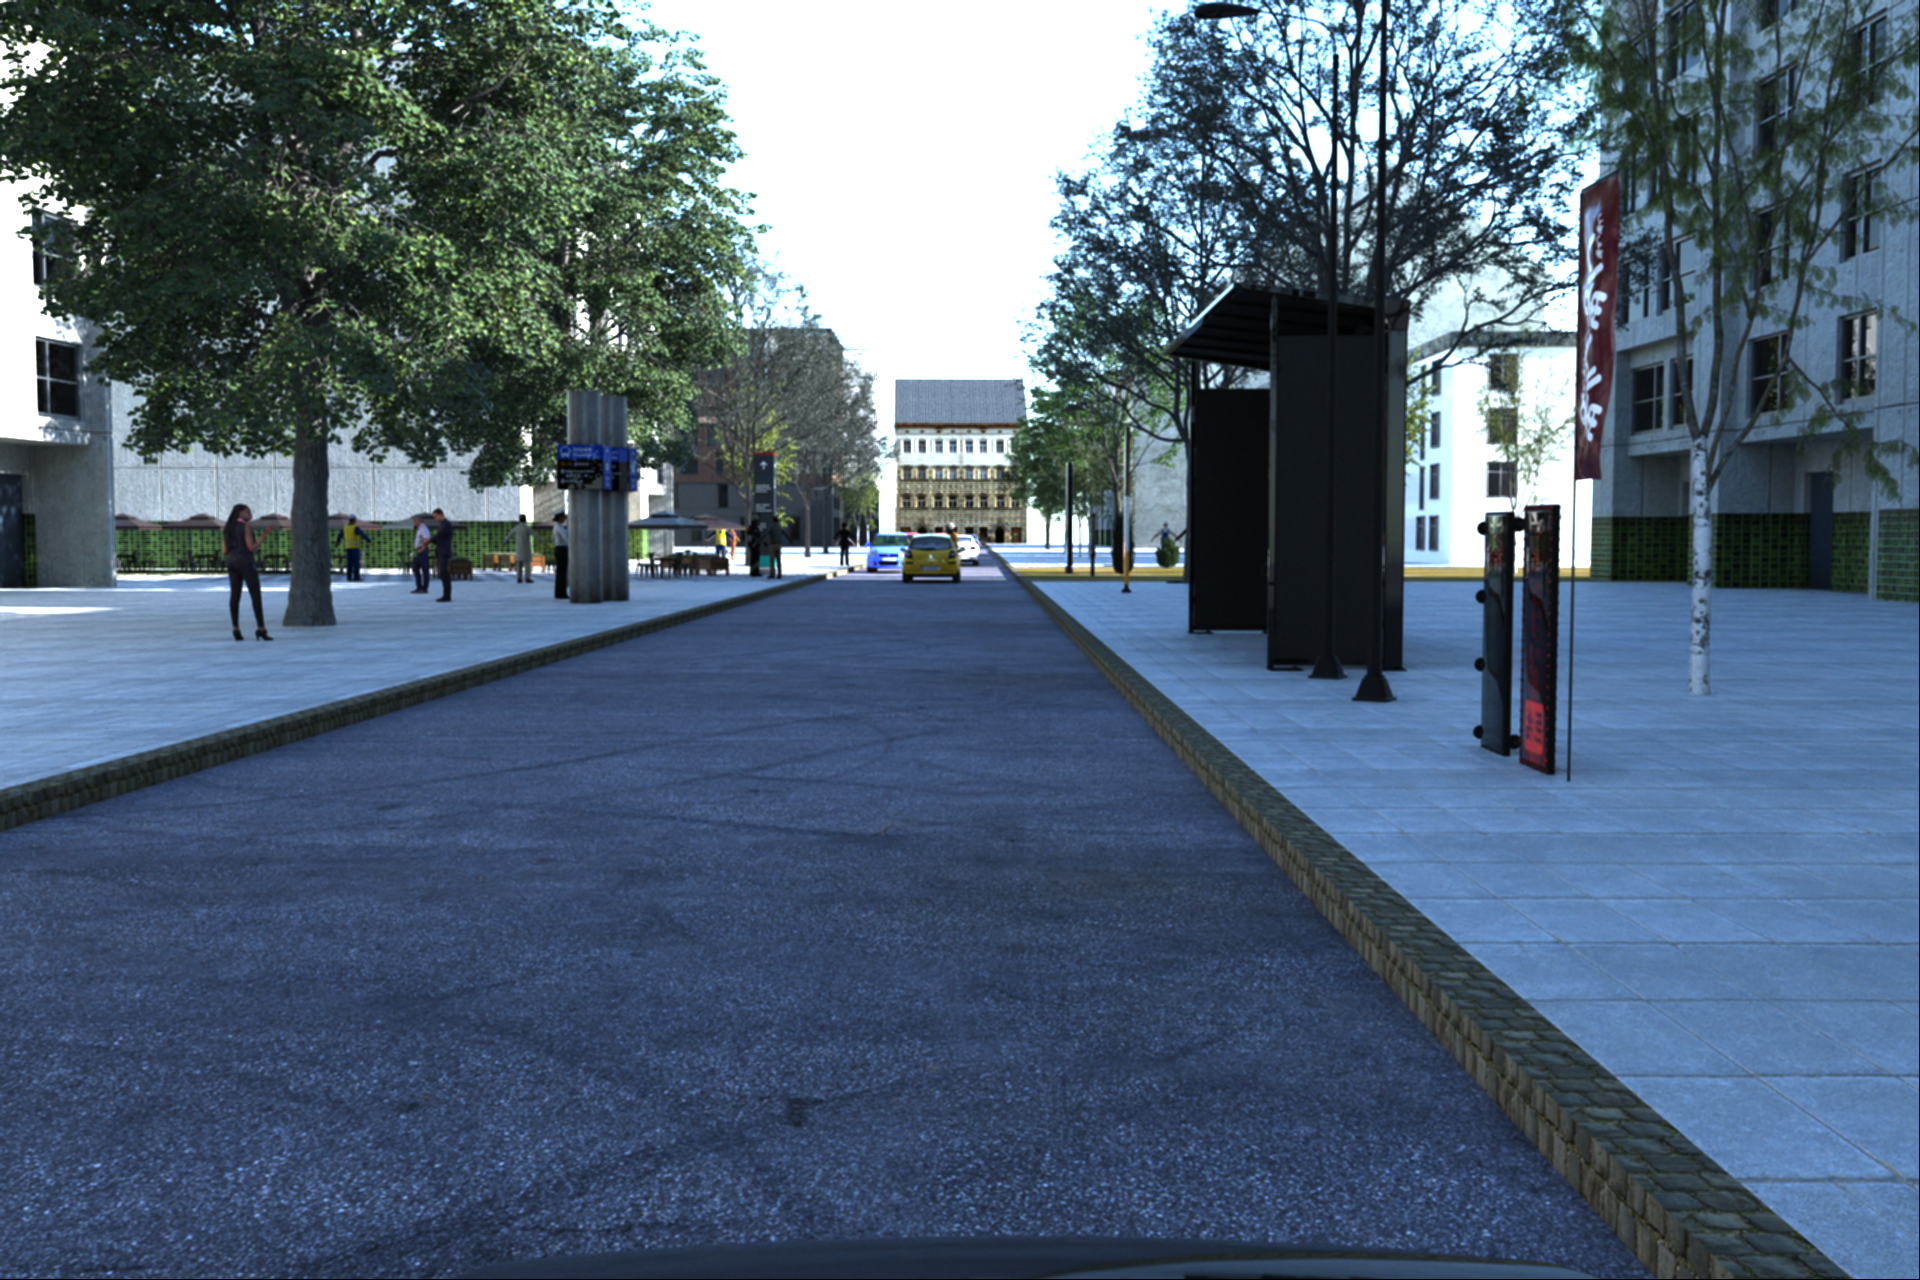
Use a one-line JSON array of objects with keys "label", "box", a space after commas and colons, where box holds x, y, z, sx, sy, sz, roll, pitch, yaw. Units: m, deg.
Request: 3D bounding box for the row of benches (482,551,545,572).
[{"label": "row of benches", "box": [-15.513, -2.736, 60.203, 1.422, 0.672, 4.104, -3, 4, -37]}]

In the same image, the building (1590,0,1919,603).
[{"label": "building", "box": [26.149, -10.183, 32.956, 16.747, 18.905, 31.486, 0, 4, 1]}]

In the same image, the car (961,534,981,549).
[{"label": "car", "box": [0.644, -7.520, 134.959, 2.014, 1.417, 4.499, 0, 4, 1]}]

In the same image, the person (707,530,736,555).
[{"label": "person", "box": [-10.553, -4.303, 76.533, 1.347, 1.806, 0.705, -1, 4, -21]}]

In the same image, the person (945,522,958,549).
[{"label": "person", "box": [-0.374, -3.330, 62.670, 0.705, 1.858, 1.354, -2, 4, -29]}]

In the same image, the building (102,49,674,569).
[{"label": "building", "box": [-24.365, -13.020, 79.340, 16.747, 18.905, 31.486, 0, 4, 1]}]

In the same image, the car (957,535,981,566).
[{"label": "car", "box": [-0.059, -4.120, 79.724, 2.083, 1.381, 4.827, 0, 4, 1]}]

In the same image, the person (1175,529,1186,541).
[{"label": "person", "box": [9.256, -3.891, 69.808, 1.347, 1.806, 0.705, -1, 4, -15]}]

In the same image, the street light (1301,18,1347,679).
[{"label": "street light", "box": [3.825, -2.613, 15.269, 1.470, 5.913, 1.316, 0, 4, 1]}]

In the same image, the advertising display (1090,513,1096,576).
[{"label": "advertising display", "box": [4.069, -2.935, 53.207, 0.123, 1.923, 0.974, 0, 4, 1]}]

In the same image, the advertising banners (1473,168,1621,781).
[{"label": "advertising banners", "box": [3.155, -0.808, 9.406, 0.090, 3.025, 2.074, 0, 4, 0]}]

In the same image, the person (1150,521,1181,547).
[{"label": "person", "box": [8.932, -4.243, 75.230, 1.347, 1.847, 0.705, 1, 4, 14]}]

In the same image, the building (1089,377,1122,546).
[{"label": "building", "box": [24.087, -20.081, 194.781, 16.747, 18.905, 31.486, 0, 3, 0]}]

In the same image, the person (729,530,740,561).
[{"label": "person", "box": [-10.844, -4.675, 83.233, 0.721, 1.733, 1.217, -2, 4, -27]}]

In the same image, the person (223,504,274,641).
[{"label": "person", "box": [-8.575, -0.819, 20.908, 0.593, 1.643, 0.415, -1, 4, -19]}]

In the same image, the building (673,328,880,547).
[{"label": "building", "box": [-23.333, -21.054, 188.203, 27.936, 21.610, 32.646, 0, 4, 0]}]

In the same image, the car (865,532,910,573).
[{"label": "car", "box": [-2.593, -3.414, 65.404, 1.945, 1.707, 3.694, 0, 4, 1]}]

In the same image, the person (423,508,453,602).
[{"label": "person", "box": [-9.932, -1.619, 32.957, 0.568, 1.767, 0.683, -2, 4, -29]}]

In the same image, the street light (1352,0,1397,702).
[{"label": "street light", "box": [3.742, -2.486, 13.192, 1.470, 5.913, 1.316, 0, 4, 0]}]

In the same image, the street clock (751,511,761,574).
[{"label": "street clock", "box": [-6.443, -3.066, 54.702, 0.358, 2.002, 0.471, 0, 4, 2]}]

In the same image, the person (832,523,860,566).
[{"label": "person", "box": [-4.642, -3.879, 70.136, 1.216, 1.740, 0.721, 1, 4, 20]}]

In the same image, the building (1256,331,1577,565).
[{"label": "building", "box": [21.353, -8.791, 85.877, 9.099, 9.664, 28.070, 0, 4, 1]}]

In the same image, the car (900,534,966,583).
[{"label": "car", "box": [-0.834, -2.571, 52.255, 2.015, 1.641, 3.980, 0, 4, 1]}]

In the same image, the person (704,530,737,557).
[{"label": "person", "box": [-8.771, -3.482, 63.389, 1.216, 1.772, 0.721, 0, 4, -2]}]

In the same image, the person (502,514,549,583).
[{"label": "person", "box": [-11.488, -2.420, 45.647, 1.344, 1.819, 0.704, 1, 4, 14]}]

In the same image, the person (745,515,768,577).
[{"label": "person", "box": [-6.153, -2.836, 52.141, 0.705, 1.856, 1.354, 1, 4, 16]}]

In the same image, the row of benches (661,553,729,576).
[{"label": "row of benches", "box": [-8.489, -2.422, 55.059, 1.422, 0.672, 4.104, -2, 4, -32]}]

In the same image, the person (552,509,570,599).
[{"label": "person", "box": [-7.859, -1.711, 34.440, 0.721, 1.778, 1.216, -2, 4, -30]}]

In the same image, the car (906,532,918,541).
[{"label": "car", "box": [-2.546, -4.598, 84.215, 2.155, 1.783, 4.494, 0, 3, 0]}]

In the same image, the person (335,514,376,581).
[{"label": "person", "box": [-16.471, -2.512, 47.048, 1.349, 1.833, 0.705, 1, 4, 22]}]

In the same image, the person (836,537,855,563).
[{"label": "person", "box": [-5.137, -4.176, 77.549, 0.991, 1.433, 0.599, 2, 4, 26]}]

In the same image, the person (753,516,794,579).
[{"label": "person", "box": [-5.329, -2.666, 49.864, 1.348, 1.796, 0.705, -2, 4, -35]}]

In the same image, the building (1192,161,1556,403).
[{"label": "building", "box": [25.478, -17.161, 111.505, 19.493, 23.208, 18.063, 0, 4, 1]}]

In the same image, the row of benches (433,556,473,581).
[{"label": "row of benches", "box": [-14.410, -2.060, 49.137, 1.422, 0.672, 4.104, -1, 4, -23]}]

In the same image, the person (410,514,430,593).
[{"label": "person", "box": [-11.700, -1.866, 37.495, 0.436, 1.711, 0.756, -1, 4, -17]}]
